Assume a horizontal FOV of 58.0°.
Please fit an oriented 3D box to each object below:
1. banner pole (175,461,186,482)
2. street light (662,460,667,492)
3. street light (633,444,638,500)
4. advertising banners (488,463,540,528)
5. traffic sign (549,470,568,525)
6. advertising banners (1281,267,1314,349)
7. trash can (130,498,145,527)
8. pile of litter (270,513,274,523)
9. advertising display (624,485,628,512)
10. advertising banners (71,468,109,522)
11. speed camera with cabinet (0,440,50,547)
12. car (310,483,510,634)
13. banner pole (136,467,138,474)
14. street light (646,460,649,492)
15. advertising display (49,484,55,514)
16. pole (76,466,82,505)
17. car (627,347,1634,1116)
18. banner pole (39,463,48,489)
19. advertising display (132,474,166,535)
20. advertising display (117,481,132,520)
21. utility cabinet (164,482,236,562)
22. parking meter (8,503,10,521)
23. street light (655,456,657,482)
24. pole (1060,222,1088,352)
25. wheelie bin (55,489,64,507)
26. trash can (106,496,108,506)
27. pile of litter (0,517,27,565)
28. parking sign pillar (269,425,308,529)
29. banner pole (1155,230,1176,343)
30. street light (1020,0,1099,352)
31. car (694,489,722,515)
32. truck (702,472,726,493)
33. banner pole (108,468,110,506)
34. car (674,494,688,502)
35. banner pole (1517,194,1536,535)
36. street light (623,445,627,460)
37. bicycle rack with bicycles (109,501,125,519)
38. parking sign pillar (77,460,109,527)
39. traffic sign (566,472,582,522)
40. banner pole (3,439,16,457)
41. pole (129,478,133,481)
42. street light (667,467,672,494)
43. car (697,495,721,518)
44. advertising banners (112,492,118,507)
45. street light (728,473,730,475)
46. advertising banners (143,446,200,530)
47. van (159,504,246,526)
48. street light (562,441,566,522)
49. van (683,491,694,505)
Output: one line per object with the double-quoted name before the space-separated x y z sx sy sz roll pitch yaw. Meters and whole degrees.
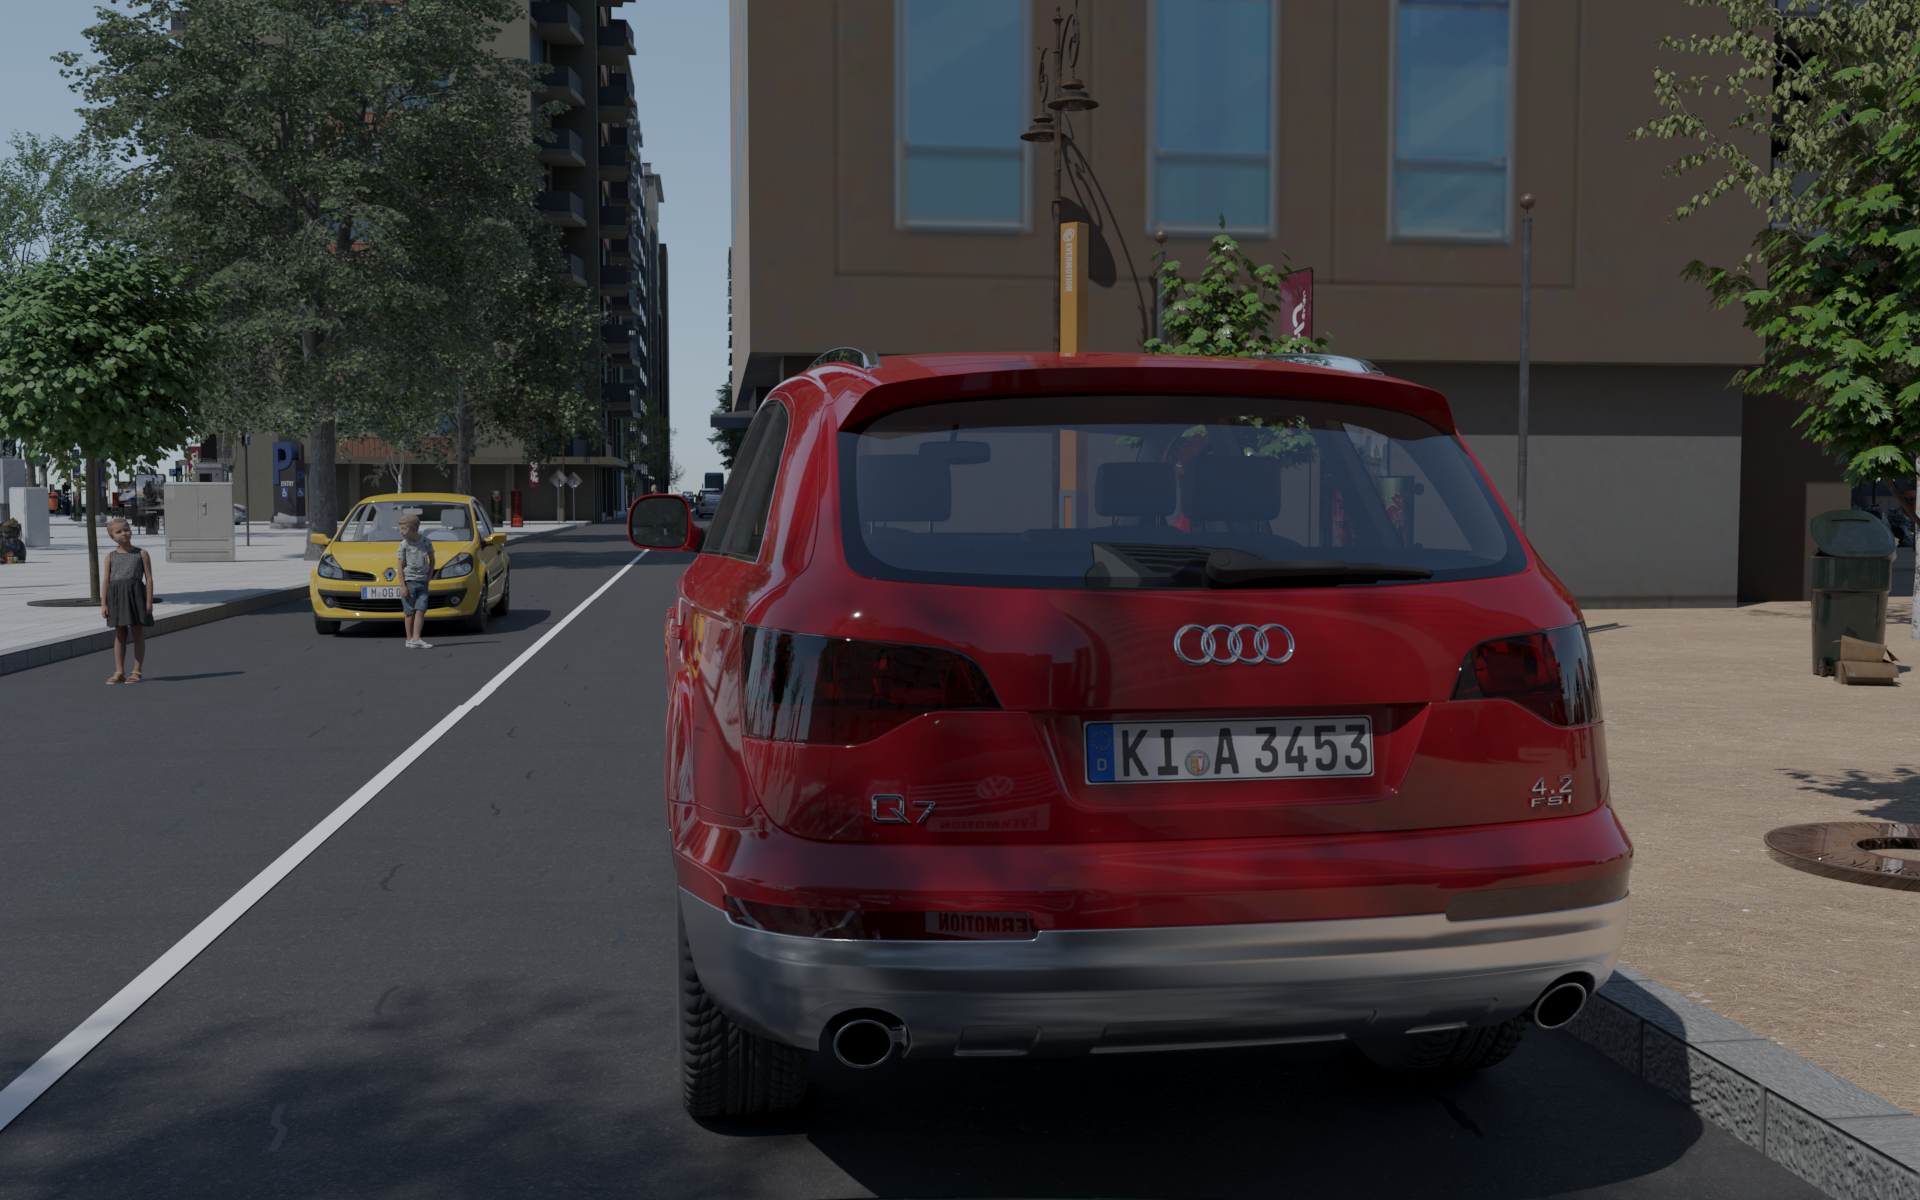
"banner pole" -51.284 -7.592 114.151 0.863 3.779 0.401 -3 5 -44
"street light" -40.801 -16.201 237.680 0.468 5.910 1.993 -1 4 -8
"street light" -29.054 -11.141 154.940 0.468 5.910 1.993 -1 4 -8
"advertising banners" -17.022 -4.290 66.336 2.074 3.025 0.090 -2 4 -27
"traffic sign" -16.489 -4.129 71.158 0.795 2.450 0.064 -1 4 -8
"advertising banners" 2.864 -1.023 12.913 0.090 3.025 2.074 -1 4 -17
"trash can" -32.153 -3.440 67.899 0.748 1.137 0.748 0 3 0
"pile of litter" -30.009 -3.870 77.244 1.176 0.858 1.719 3 5 44
"advertising display" -24.042 -7.307 124.687 0.123 1.923 0.974 0 4 -4
"advertising banners" -40.279 -5.135 80.145 2.074 3.025 0.090 1 4 16
"speed camera with cabinet" -23.115 -2.952 42.601 2.038 3.252 0.660 3 5 41
"car" -5.963 -0.539 19.033 2.015 1.641 3.980 -1 4 -9
"banner pole" -64.747 -8.959 136.495 0.401 3.779 0.863 0 4 -7
"street light" -32.871 -12.815 182.317 0.468 5.910 1.993 -1 4 -8
"advertising display" -57.950 -6.444 110.574 0.123 1.923 0.974 -1 4 -16
"pole" -65.166 -8.199 127.896 0.158 3.312 0.155 0 3 0
"car" 0.066 0.184 5.664 2.281 1.827 5.304 -1 4 -10
"banner pole" -53.226 -6.757 100.490 0.401 3.779 0.863 1 4 11
"advertising display" -25.564 -3.029 54.741 0.974 1.923 0.123 0 4 4
"advertising display" -41.575 -4.977 86.581 0.974 1.923 0.123 -2 4 -27
"utility cabinet" -14.267 -1.457 32.509 1.173 1.500 0.318 -1 4 -16
"parking meter" -43.514 -4.494 79.193 0.399 1.863 0.255 -2 4 -30
"street light" -36.855 -14.497 209.814 0.468 5.910 1.993 -1 4 -8
"pole" 0.865 -1.181 13.157 0.158 3.312 0.155 0 3 0
"wheelie bin" -60.436 -6.596 115.760 0.980 1.594 0.693 -2 4 -31
"trash can" -62.417 -7.006 126.205 0.748 1.137 0.748 0 3 0
"pile of litter" -17.831 -1.102 31.980 1.176 0.858 1.719 -1 4 -11
"parking sign pillar" -25.018 -4.654 64.559 1.447 3.967 1.447 2 4 31
"banner pole" 1.985 -1.634 16.739 0.401 3.779 0.863 1 4 19
"street light" 0.928 -2.677 16.556 0.468 5.910 1.993 -1 4 -8
"car" -17.757 -6.992 122.993 2.281 1.827 5.304 -1 4 -8
"truck" -29.464 -13.386 208.614 2.967 4.110 18.799 -1 4 -9
"banner pole" -65.317 -8.725 132.672 0.863 3.779 0.401 2 4 29
"car" -29.023 -10.190 178.399 2.131 1.459 4.920 0 4 -7
"banner pole" 4.803 -1.514 14.766 0.401 3.779 0.863 1 4 18
"street light" -26.029 -9.864 134.068 0.468 5.910 1.993 -1 4 -8
"bicycle rack with bicycles" -43.839 -4.784 91.597 2.852 0.926 2.925 -1 4 -10
"parking sign pillar" -33.502 -4.815 67.197 1.447 3.967 1.447 -1 4 -15
"traffic sign" -17.626 -4.613 79.062 0.795 2.450 0.064 -1 4 -8
"banner pole" -30.170 -3.957 54.707 0.401 3.779 0.863 2 4 32
"pole" -51.627 -6.975 107.892 0.158 3.312 0.155 0 3 0
"street light" -44.865 -17.906 265.552 0.468 5.910 1.993 -1 4 -8
"car" -14.907 -5.662 104.928 2.083 1.381 4.827 -1 4 -9
"advertising banners" -63.782 -8.235 130.836 2.074 3.025 0.090 0 4 -7
"street light" -41.602 -20.742 311.910 0.468 5.910 1.993 -1 4 -8
"advertising banners" -28.483 -4.068 62.697 2.074 3.025 0.090 -1 4 -15
"van" -32.369 -4.062 73.427 4.112 2.044 2.013 -1 4 -9
"street light" -18.167 -6.516 79.323 0.468 5.910 1.993 -1 4 -8
"van" -35.754 -13.488 227.542 2.013 2.044 4.112 -1 4 -8
